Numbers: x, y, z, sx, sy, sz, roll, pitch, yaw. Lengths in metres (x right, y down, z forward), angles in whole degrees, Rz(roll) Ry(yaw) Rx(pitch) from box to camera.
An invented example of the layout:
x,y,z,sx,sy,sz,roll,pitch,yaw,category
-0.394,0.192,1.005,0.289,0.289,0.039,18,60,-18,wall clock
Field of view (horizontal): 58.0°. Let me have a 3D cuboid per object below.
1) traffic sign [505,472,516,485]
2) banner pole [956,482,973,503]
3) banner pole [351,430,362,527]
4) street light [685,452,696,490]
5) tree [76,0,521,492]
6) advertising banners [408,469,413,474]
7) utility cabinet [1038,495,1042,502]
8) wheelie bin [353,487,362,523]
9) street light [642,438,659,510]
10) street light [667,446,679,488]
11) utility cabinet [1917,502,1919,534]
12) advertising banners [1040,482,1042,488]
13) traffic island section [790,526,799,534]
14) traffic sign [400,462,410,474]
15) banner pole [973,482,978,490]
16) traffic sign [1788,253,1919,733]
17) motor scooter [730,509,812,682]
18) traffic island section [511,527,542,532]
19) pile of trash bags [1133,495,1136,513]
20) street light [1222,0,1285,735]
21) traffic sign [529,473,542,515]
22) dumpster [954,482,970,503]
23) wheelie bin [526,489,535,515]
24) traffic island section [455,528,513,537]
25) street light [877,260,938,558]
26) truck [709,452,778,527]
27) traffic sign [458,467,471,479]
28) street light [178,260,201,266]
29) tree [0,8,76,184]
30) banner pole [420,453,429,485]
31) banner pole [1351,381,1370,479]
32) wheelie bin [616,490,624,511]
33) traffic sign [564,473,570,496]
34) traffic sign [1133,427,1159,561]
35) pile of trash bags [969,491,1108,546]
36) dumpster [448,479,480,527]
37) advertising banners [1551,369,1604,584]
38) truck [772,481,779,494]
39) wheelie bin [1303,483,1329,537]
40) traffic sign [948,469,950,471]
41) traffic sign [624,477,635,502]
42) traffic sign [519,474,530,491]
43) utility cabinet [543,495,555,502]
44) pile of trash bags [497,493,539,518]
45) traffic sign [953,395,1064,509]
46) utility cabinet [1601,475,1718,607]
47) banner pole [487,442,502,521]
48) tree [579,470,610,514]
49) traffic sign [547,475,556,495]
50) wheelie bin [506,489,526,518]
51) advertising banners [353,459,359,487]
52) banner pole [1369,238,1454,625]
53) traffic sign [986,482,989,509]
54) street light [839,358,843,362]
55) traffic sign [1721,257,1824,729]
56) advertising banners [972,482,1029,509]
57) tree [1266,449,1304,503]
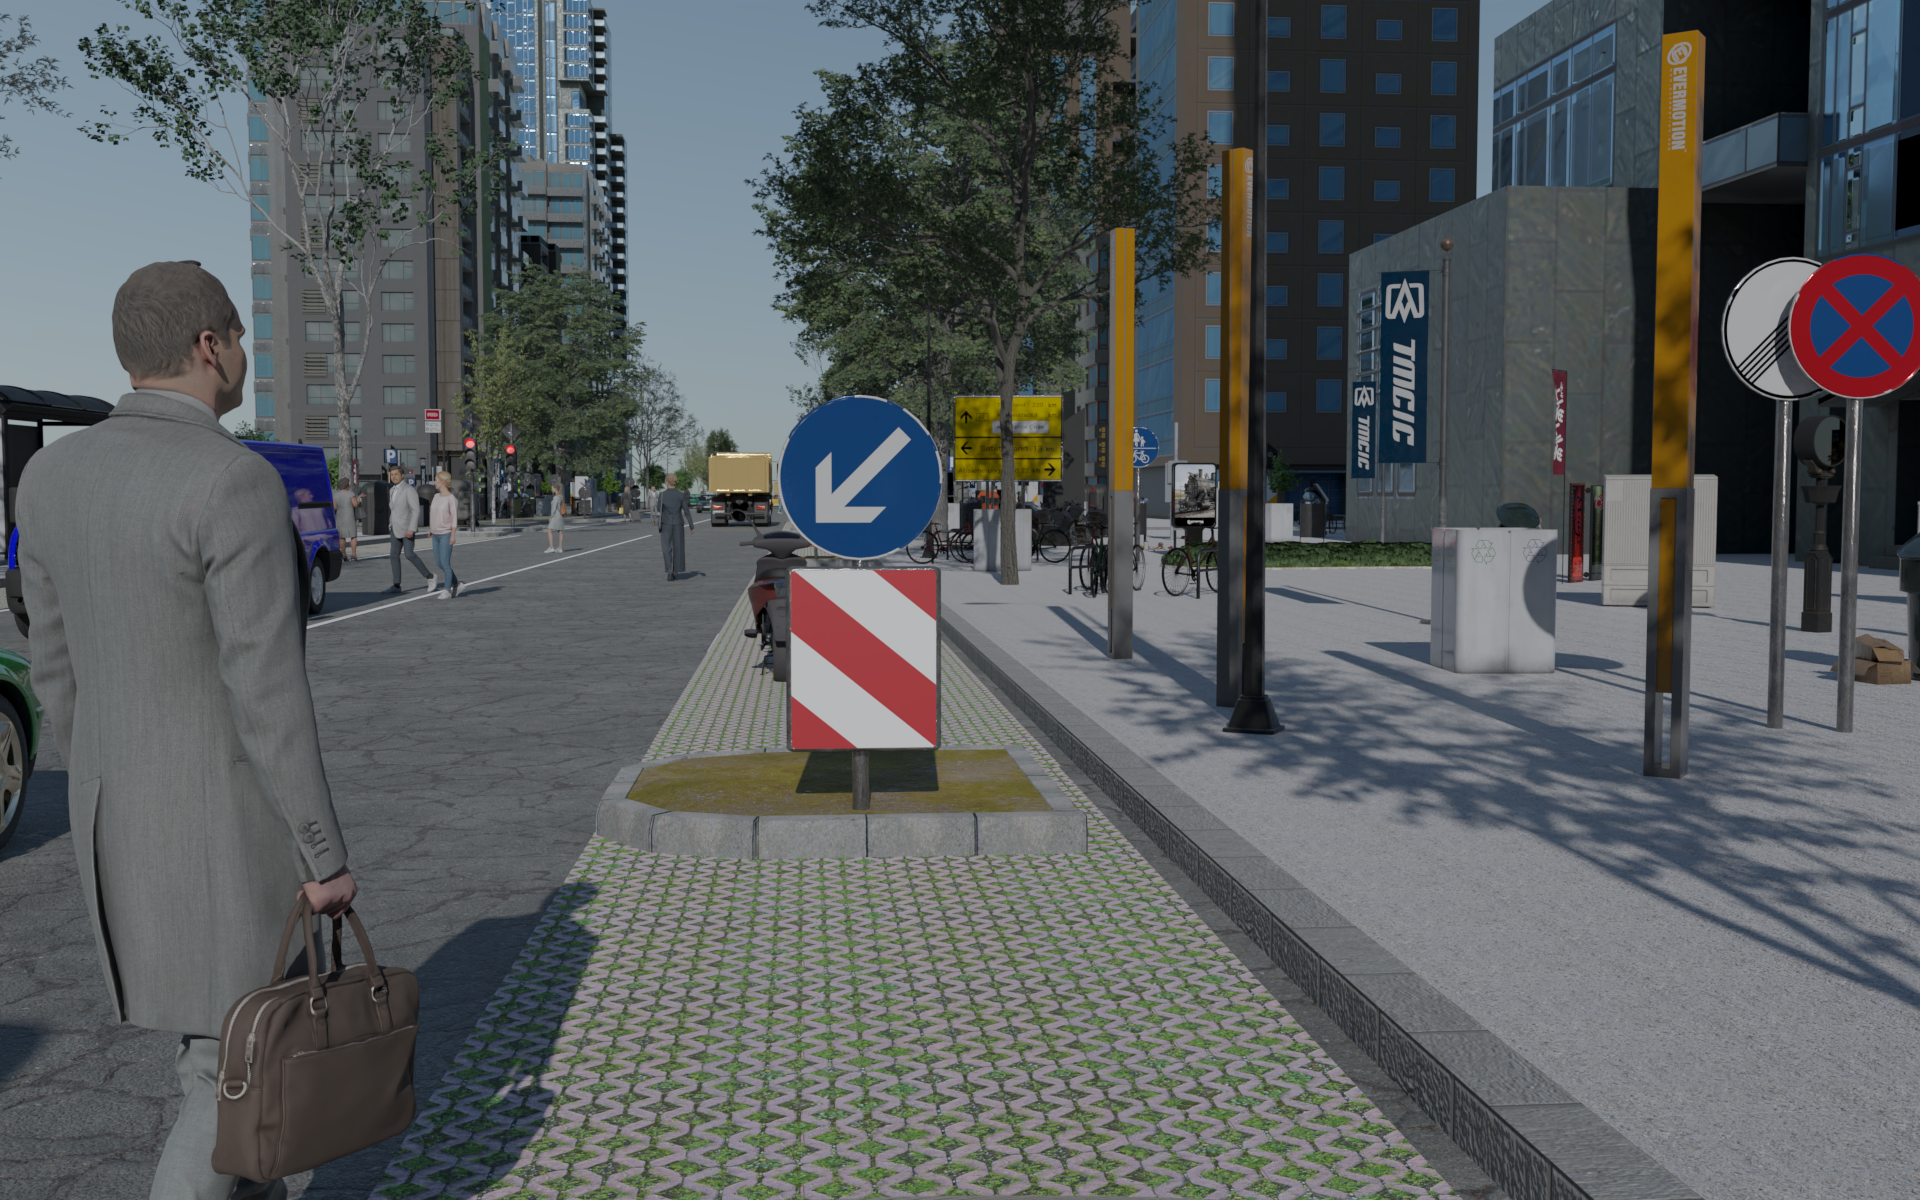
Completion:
x,y,z,sx,sy,sz,roll,pitch,yaw,category
-21.906,-5.115,84.814,0.795,2.450,0.064,0,4,2,traffic sign
0.005,-4.291,60.169,0.401,3.779,0.863,-1,4,-21,banner pole
-23.711,-4.741,67.528,0.863,3.779,0.401,1,4,20,banner pole
-29.966,-13.463,192.666,1.470,5.913,1.316,0,4,-5,street light
-18.691,-11.809,48.958,12.611,20.169,13.585,0,3,0,tree
-39.365,-7.696,122.011,2.074,3.025,0.090,1,4,21,advertising banners
5.090,-5.853,106.854,0.306,1.237,1.020,2,4,33,utility cabinet
-27.102,-4.286,77.986,0.980,1.594,0.693,2,4,35,wheelie bin
-25.375,-10.378,142.215,1.470,5.913,1.316,0,4,-5,street light
-27.727,-11.924,167.497,1.470,5.913,1.316,0,4,-5,street light
11.425,-0.517,19.611,0.306,1.237,1.020,-3,5,-41,utility cabinet
3.091,-4.762,74.054,0.090,3.025,2.074,-3,4,-37,advertising banners
-5.602,-2.757,67.360,2.009,0.180,2.903,0,4,-5,traffic island section
-22.509,-4.284,70.047,0.884,2.594,0.081,0,4,0,traffic sign
0.764,-6.210,91.551,0.401,3.779,0.863,-3,5,-40,banner pole
4.771,-0.560,9.264,0.768,2.556,0.104,0,4,1,traffic sign
-1.418,-0.063,13.807,0.815,1.314,1.986,0,4,-6,motor scooter
-17.147,-2.694,66.331,2.009,0.180,2.903,0,4,-5,traffic island section
3.810,-2.560,51.606,3.447,1.369,1.912,-2,4,-33,pile of trash bags
1.054,-2.240,9.173,1.470,5.913,1.316,0,4,-5,street light
-26.231,-6.539,107.023,0.768,2.556,0.104,0,4,3,traffic sign
-0.234,-4.049,71.957,1.264,1.857,1.865,0,4,-5,dumpster
-26.833,-6.112,107.837,0.693,1.594,0.980,2,4,29,wheelie bin
-16.432,-2.208,58.378,2.009,0.180,2.903,0,4,-5,traffic island section
-1.161,-3.793,34.564,1.470,5.913,1.316,0,4,-5,street light
-9.894,-5.080,78.981,3.469,3.379,9.791,0,4,-5,truck
-22.722,-4.873,79.777,0.768,2.556,0.104,0,3,0,traffic sign
-15.750,-3.787,34.465,1.470,5.913,1.316,0,4,-5,street light
-16.066,-6.697,19.869,12.009,13.543,11.850,0,3,0,tree
-32.294,-7.009,104.618,0.401,3.779,0.863,2,4,28,banner pole
8.038,-2.679,33.824,0.863,3.779,0.401,2,4,26,banner pole
-25.859,-7.611,132.347,0.693,1.594,0.980,-3,4,-36,wheelie bin
-24.118,-6.447,105.518,0.768,2.556,0.104,0,4,3,traffic sign
3.393,-2.010,32.967,0.768,2.556,0.104,0,4,-2,traffic sign
1.760,-2.101,44.102,3.447,1.369,1.912,3,5,42,pile of trash bags
-19.424,-3.765,67.315,1.264,1.857,1.865,0,4,-5,dumpster
8.951,-1.766,25.062,0.090,3.025,2.074,3,5,41,advertising banners
-26.780,-16.254,261.669,3.469,3.379,9.791,0,4,-7,truck
10.594,-2.672,51.596,0.693,1.594,0.980,1,4,20,wheelie bin
-0.782,-5.002,81.888,0.768,2.556,0.104,0,4,-2,traffic sign
-24.447,-7.834,128.186,0.768,2.556,0.104,0,4,-2,traffic sign
-27.961,-6.801,111.307,0.768,2.556,0.104,0,4,3,traffic sign
-26.142,-6.056,110.170,0.306,1.237,1.020,1,4,16,utility cabinet
-24.940,-5.147,93.900,3.447,1.369,1.912,-2,4,-26,pile of trash bags
0.990,-2.552,35.605,2.265,3.308,0.079,0,4,4,traffic sign
7.925,-0.671,19.651,1.173,1.500,0.318,1,4,16,utility cabinet
-22.416,-5.714,83.433,0.401,3.779,0.863,3,5,44,banner pole
-24.176,-7.288,113.765,1.663,3.219,1.824,0,3,0,tree
-26.603,-6.922,113.273,0.768,2.556,0.104,0,4,5,traffic sign
-23.612,-5.123,91.664,0.693,1.594,0.980,-2,4,-33,wheelie bin
-29.314,-5.453,85.341,2.074,3.025,0.090,3,4,37,advertising banners
4.539,-1.657,17.104,0.863,3.779,0.401,1,4,21,banner pole
0.603,-2.322,38.075,0.768,2.556,0.104,0,4,2,traffic sign
-3.501,-5.313,59.405,1.470,5.913,1.316,0,4,-5,street light
4.470,-0.570,9.422,0.768,2.556,0.104,0,4,-4,traffic sign
1.408,-3.722,57.040,2.074,3.025,0.090,1,4,18,advertising banners
13.724,-4.886,74.487,1.663,3.219,1.824,0,3,0,tree
